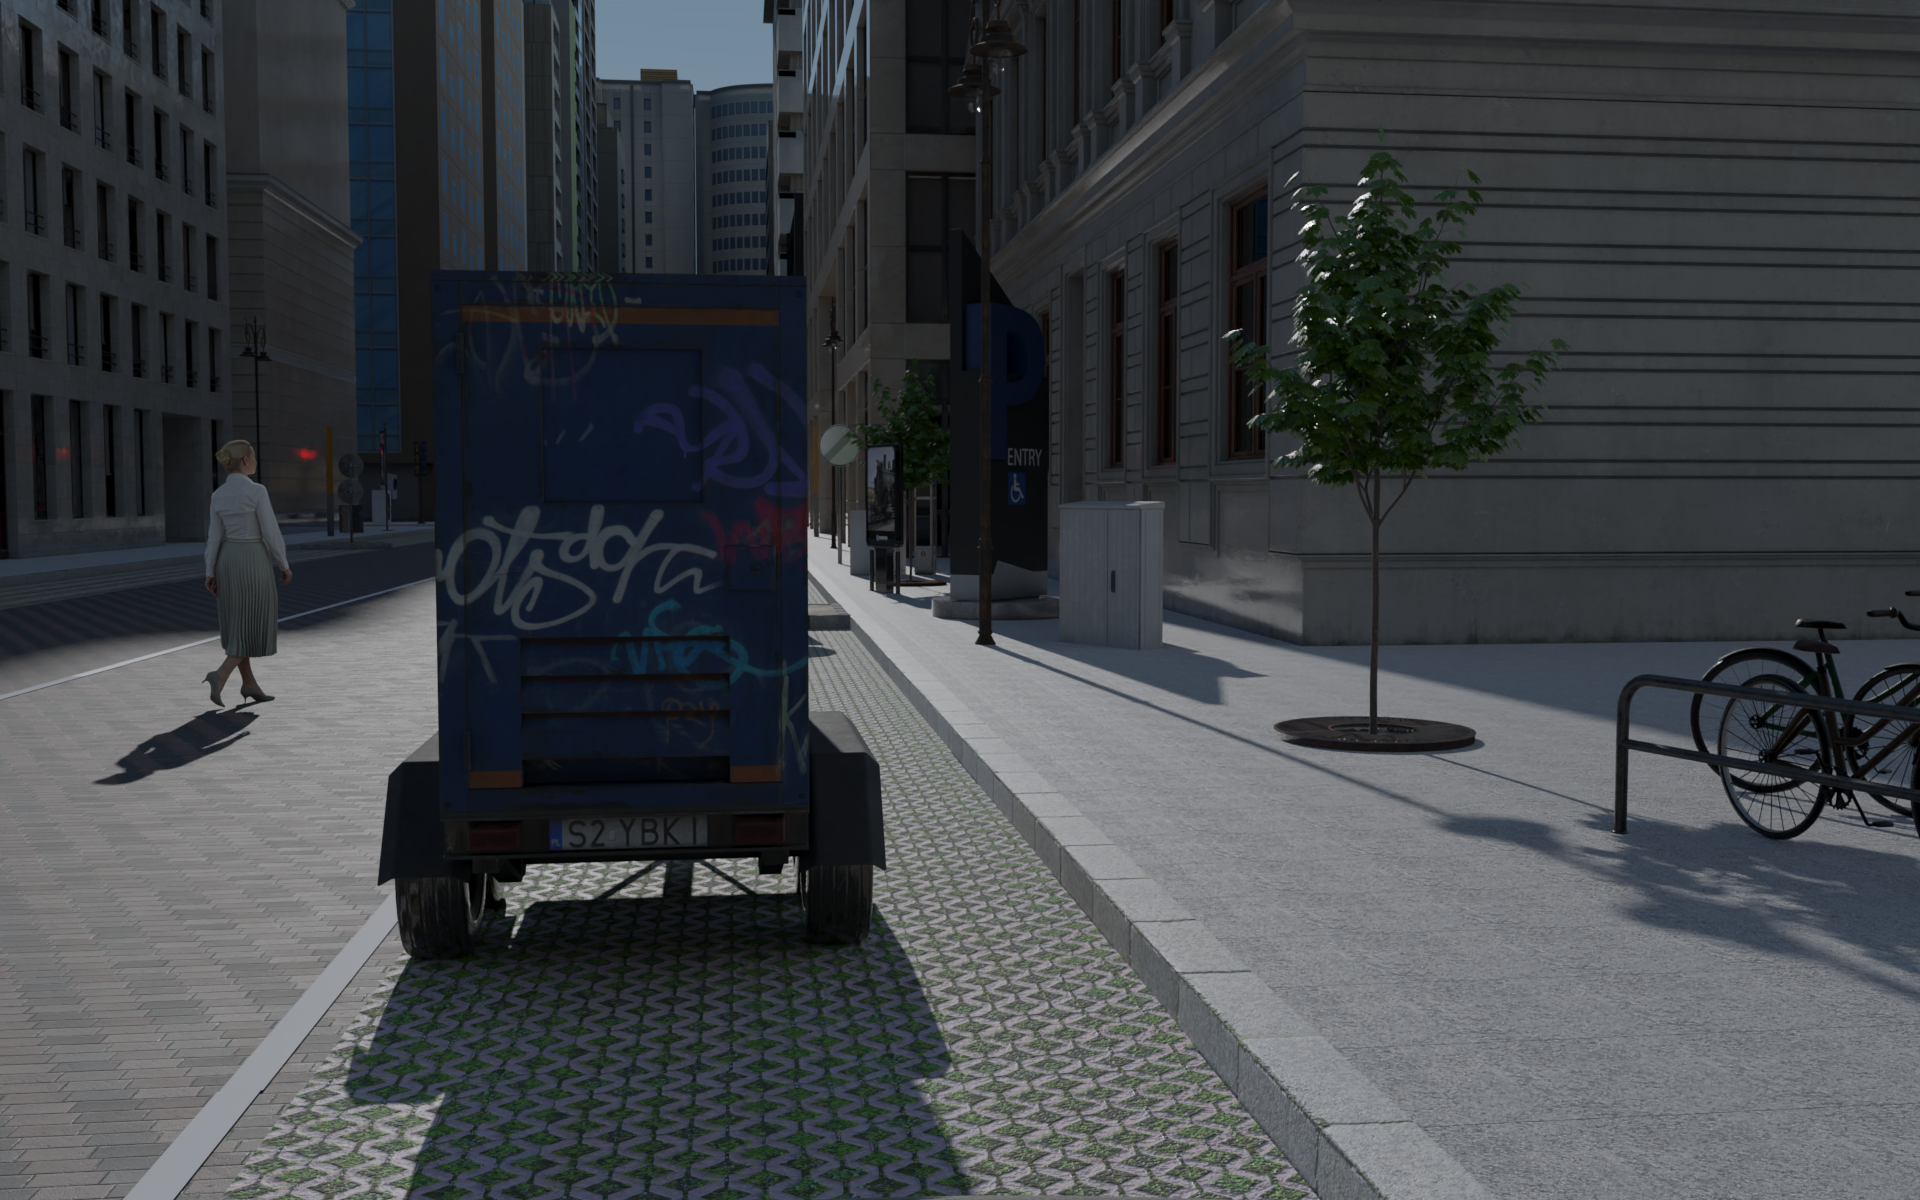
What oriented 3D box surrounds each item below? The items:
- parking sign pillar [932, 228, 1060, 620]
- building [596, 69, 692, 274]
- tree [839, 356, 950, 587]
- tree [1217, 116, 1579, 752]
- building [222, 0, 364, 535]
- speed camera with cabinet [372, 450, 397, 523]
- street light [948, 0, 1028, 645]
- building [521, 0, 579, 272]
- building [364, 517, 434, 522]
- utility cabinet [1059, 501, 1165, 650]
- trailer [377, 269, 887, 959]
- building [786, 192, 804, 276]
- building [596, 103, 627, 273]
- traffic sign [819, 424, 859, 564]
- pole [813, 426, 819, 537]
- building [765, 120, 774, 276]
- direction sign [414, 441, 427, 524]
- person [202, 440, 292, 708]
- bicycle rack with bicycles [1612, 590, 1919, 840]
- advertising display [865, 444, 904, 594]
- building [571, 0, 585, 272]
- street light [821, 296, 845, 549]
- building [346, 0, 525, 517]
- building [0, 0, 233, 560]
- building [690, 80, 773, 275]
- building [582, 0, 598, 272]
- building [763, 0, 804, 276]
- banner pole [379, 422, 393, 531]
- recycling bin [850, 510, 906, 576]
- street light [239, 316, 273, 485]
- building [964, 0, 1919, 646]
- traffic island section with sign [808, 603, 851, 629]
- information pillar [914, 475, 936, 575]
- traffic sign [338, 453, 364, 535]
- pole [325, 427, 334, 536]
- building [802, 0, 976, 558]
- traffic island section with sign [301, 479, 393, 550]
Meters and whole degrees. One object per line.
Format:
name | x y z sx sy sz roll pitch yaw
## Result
parking sign pillar | 0.423 -1.817 18.173 1.447 3.967 1.447 2 4 33
building | -51.121 -42.835 242.351 28.212 58.520 21.231 0 4 -7
tree | -0.579 -1.819 24.336 1.663 3.219 1.824 0 3 0
tree | 2.054 -0.877 8.949 1.663 3.219 1.824 0 3 0
building | -31.565 -16.610 57.475 20.117 28.700 13.634 0 4 -7
speed camera with cabinet | -25.482 -5.038 76.701 0.660 3.252 2.038 0 4 -3
street light | 0.216 -2.558 14.617 0.468 5.910 1.993 0 4 -7
building | -37.908 -27.716 136.749 14.154 41.232 14.086 0 4 -7
building | -31.384 -26.553 84.247 14.600 45.320 14.200 0 4 -7
utility cabinet | 1.269 -0.216 14.690 0.306 1.237 1.020 -3 4 -37
trailer | -1.148 0.038 6.435 1.471 1.999 3.904 -1 4 -8
building | -4.412 -17.046 108.388 12.332 23.373 15.834 0 4 -7
building | -51.876 -35.914 210.890 21.600 48.544 21.300 0 4 -7
traffic sign | -2.207 -1.937 31.783 0.768 2.556 0.104 0 4 -7
pole | -4.317 -3.553 51.940 0.158 3.312 0.155 0 3 0
building | -13.232 -36.212 215.775 21.300 48.544 21.600 0 4 -7
direction sign | -23.165 -5.041 74.412 0.876 3.537 0.379 3 4 39
person | -4.883 -0.183 11.721 0.478 1.798 0.641 2 4 28
bicycle rack with bicycles | 3.714 0.436 6.259 2.852 0.926 2.925 -1 4 -21
advertising display | -0.984 -1.060 22.549 0.123 1.923 0.974 -2 4 -26
building | -45.673 -51.929 161.718 22.319 86.520 31.000 0 4 -7
street light | -2.976 -4.150 40.648 0.468 5.910 1.993 0 4 -7
building | -36.762 -28.402 114.489 14.600 45.320 14.200 0 4 -7
building | -24.480 -11.279 39.169 10.420 20.320 16.860 0 4 -7
building | -23.131 -43.051 245.880 28.212 58.520 21.231 0 4 -7
building | -48.113 -45.928 189.177 20.563 71.187 20.611 0 4 -7
building | -4.298 -35.395 167.943 28.713 52.752 27.495 0 4 -7
banner pole | -19.964 -4.282 60.028 0.401 3.779 0.863 0 4 -1
recycling bin | -1.304 -0.919 27.580 0.722 1.027 0.722 1 4 17
street light | -18.299 -4.425 45.144 0.468 5.910 1.993 0 4 -7
building | 6.558 -11.499 24.158 11.583 22.565 21.152 0 4 -7
traffic island section with sign | -2.254 -0.638 19.066 1.989 1.847 2.006 0 4 -7
information pillar | -0.552 -1.411 27.560 0.304 2.012 0.304 1 4 12
traffic sign | -19.093 -3.316 54.326 0.768 2.556 0.104 0 4 -6
pole | -19.092 -3.585 52.457 0.158 3.312 0.155 0 3 0
building | 5.594 -15.121 51.742 19.350 26.468 34.151 0 4 -7
traffic island section with sign | -15.883 -2.226 45.026 1.989 1.847 2.006 0 4 -7
